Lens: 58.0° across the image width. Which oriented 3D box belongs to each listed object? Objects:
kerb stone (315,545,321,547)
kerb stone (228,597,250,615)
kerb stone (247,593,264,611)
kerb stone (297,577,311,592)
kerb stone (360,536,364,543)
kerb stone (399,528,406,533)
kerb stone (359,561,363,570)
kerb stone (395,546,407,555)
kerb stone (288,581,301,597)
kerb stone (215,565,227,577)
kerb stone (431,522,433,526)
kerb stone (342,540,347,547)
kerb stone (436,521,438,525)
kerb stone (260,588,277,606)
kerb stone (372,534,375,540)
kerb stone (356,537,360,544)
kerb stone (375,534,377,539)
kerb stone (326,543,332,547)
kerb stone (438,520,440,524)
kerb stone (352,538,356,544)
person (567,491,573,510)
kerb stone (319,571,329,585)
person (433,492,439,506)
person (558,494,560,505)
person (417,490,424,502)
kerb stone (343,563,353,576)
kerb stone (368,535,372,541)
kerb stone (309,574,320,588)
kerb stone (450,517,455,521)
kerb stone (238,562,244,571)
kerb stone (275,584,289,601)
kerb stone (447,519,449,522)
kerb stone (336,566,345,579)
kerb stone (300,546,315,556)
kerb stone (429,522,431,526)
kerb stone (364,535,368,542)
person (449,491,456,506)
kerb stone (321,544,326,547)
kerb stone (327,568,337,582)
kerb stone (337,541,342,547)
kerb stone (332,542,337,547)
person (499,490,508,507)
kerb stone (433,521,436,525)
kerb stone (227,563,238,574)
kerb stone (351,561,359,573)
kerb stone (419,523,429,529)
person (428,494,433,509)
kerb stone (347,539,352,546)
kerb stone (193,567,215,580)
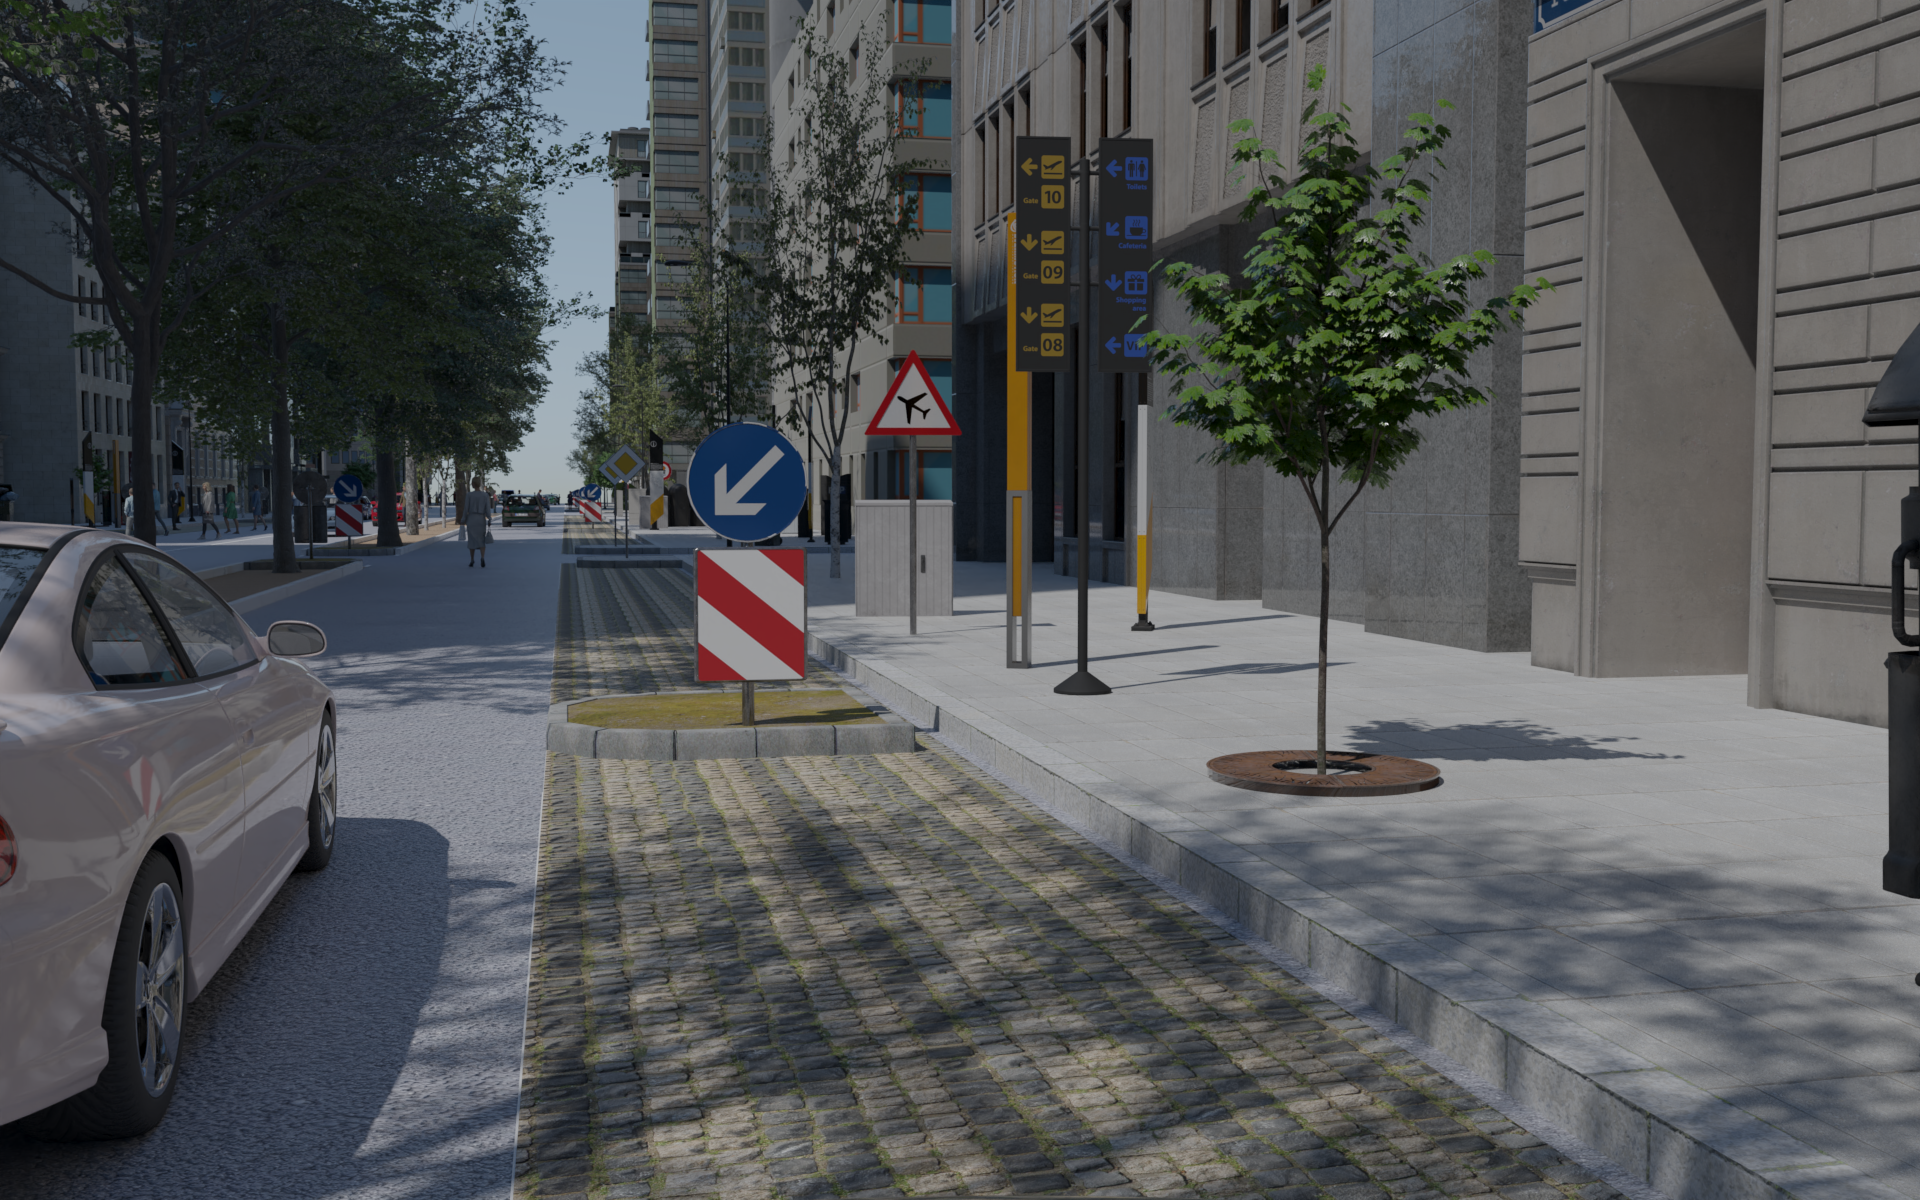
[{"bbox_3d":[-15.548,-1.187,41.604,0.120,0.150,1.000,-1,4,-13],"label":"kerb stone"},{"bbox_3d":[-8.591,0.103,20.505,0.120,0.150,1.000,-1,4,-13],"label":"kerb stone"},{"bbox_3d":[-8.822,0.042,21.501,0.120,0.150,1.000,-1,4,-13],"label":"kerb stone"},{"bbox_3d":[-9.730,-0.202,25.492,0.120,0.150,1.000,-1,4,-13],"label":"kerb stone"},{"bbox_3d":[-17.602,-1.736,50.607,0.120,0.150,1.000,-1,4,-13],"label":"kerb stone"},{"bbox_3d":[-20.787,-2.590,64.594,0.120,0.150,1.000,-1,4,-13],"label":"kerb stone"},{"bbox_3d":[-11.329,-0.631,32.506,0.120,0.150,1.000,-1,4,-13],"label":"kerb stone"},{"bbox_3d":[-13.283,-1.155,41.079,0.120,0.150,1.000,-1,4,-13],"label":"kerb stone"},{"bbox_3d":[-9.500,-0.136,24.496,0.120,0.150,1.000,-1,4,-13],"label":"kerb stone"},{"bbox_3d":[-12.926,-0.479,30.057,0.120,0.150,1.000,-1,4,-13],"label":"kerb stone"},{"bbox_3d":[-23.516,-3.327,76.584,0.120,0.150,1.000,-1,4,-13],"label":"kerb stone"},{"bbox_3d":[-16.694,-1.493,46.601,0.120,0.150,1.000,-1,4,-13],"label":"kerb stone"},{"bbox_3d":[-24.189,-3.505,79.579,0.120,0.150,1.000,-1,4,-13],"label":"kerb stone"},{"bbox_3d":[-9.049,-0.019,22.500,0.120,0.150,1.000,-1,4,-13],"label":"kerb stone"},{"bbox_3d":[-18.291,-1.921,53.602,0.120,0.150,1.000,-1,4,-13],"label":"kerb stone"},{"bbox_3d":[-17.371,-1.675,49.606,0.120,0.150,1.000,-1,4,-13],"label":"kerb stone"},{"bbox_3d":[-18.509,-1.982,54.603,0.120,0.150,1.000,-1,4,-13],"label":"kerb stone"},{"bbox_3d":[-16.005,-1.309,43.607,0.120,0.150,1.000,-1,4,-13],"label":"kerb stone"},{"bbox_3d":[-24.425,-3.571,80.574,0.120,0.150,1.000,-1,4,-13],"label":"kerb stone"},{"bbox_3d":[-17.155,-1.615,48.602,0.120,0.150,1.000,-1,4,-13],"label":"kerb stone"},{"bbox_3d":[-33.522,-8.532,148.909,0.541,1.710,0.530,-2,4,-34],"label":"person"},{"bbox_3d":[-10.185,-0.322,27.488,0.120,0.150,1.000,-1,4,-13],"label":"kerb stone"},{"bbox_3d":[-62.000,-11.998,205.391,1.217,1.736,0.721,1,4,17],"label":"person"},{"bbox_3d":[-53.858,-13.514,232.717,0.557,1.426,1.065,-1,4,-10],"label":"person"},{"bbox_3d":[-47.274,-8.738,151.396,1.348,1.821,0.705,1,4,14],"label":"person"},{"bbox_3d":[-10.866,-0.508,30.497,0.120,0.150,1.000,-1,4,-13],"label":"kerb stone"},{"bbox_3d":[-18.059,-1.860,52.606,0.120,0.150,1.000,-1,4,-13],"label":"kerb stone"},{"bbox_3d":[-9.955,-0.263,26.489,0.120,0.150,1.000,-1,4,-13],"label":"kerb stone"},{"bbox_3d":[-26.923,-4.243,91.567,0.120,0.150,1.000,-1,4,-13],"label":"kerb stone"},{"bbox_3d":[-13.384,-0.602,32.050,0.120,0.150,1.000,-1,4,-13],"label":"kerb stone"},{"bbox_3d":[-9.276,-0.080,23.498,0.120,0.150,1.000,-1,4,-13],"label":"kerb stone"},{"bbox_3d":[-25.791,-3.935,86.575,0.120,0.150,1.000,-1,4,-13],"label":"kerb stone"},{"bbox_3d":[-10.645,-0.442,29.490,0.120,0.150,1.000,-1,4,-13],"label":"kerb stone"},{"bbox_3d":[-15.322,-1.126,40.598,0.120,0.150,1.000,-1,4,-13],"label":"kerb stone"},{"bbox_3d":[-23.284,-3.262,75.584,0.120,0.150,1.000,-1,4,-13],"label":"kerb stone"},{"bbox_3d":[-17.827,-1.799,51.604,0.120,0.150,1.000,-1,4,-13],"label":"kerb stone"},{"bbox_3d":[-62.270,-12.533,213.371,1.348,1.831,0.705,-1,4,-23],"label":"person"},{"bbox_3d":[-15.783,-1.248,42.599,0.120,0.150,1.000,-1,4,-13],"label":"kerb stone"},{"bbox_3d":[-10.412,-0.385,28.488,0.120,0.150,1.000,-1,4,-13],"label":"kerb stone"},{"bbox_3d":[-16.468,-1.428,45.604,0.120,0.150,1.000,-1,4,-13],"label":"kerb stone"},{"bbox_3d":[-16.236,-1.366,44.609,0.120,0.150,1.000,-1,4,-13],"label":"kerb stone"},{"bbox_3d":[-34.745,-7.528,132.368,0.721,1.735,1.217,3,4,37],"label":"person"},{"bbox_3d":[-23.973,-3.449,78.579,0.120,0.150,1.000,-1,4,-13],"label":"kerb stone"},{"bbox_3d":[-13.143,-0.539,31.056,0.120,0.150,1.000,-1,4,-13],"label":"kerb stone"},{"bbox_3d":[-11.099,-0.569,31.499,0.120,0.150,1.000,-1,4,-13],"label":"kerb stone"},{"bbox_3d":[-23.067,-3.200,74.585,0.120,0.150,1.000,-1,4,-13],"label":"kerb stone"},{"bbox_3d":[-52.460,-9.767,171.442,1.065,1.426,0.557,-3,4,-36],"label":"person"},{"bbox_3d":[-16.911,-1.552,47.600,0.120,0.150,1.000,-1,4,-13],"label":"kerb stone"},{"bbox_3d":[-12.697,-0.419,29.054,0.120,0.150,1.000,-1,4,-13],"label":"kerb stone"}]
